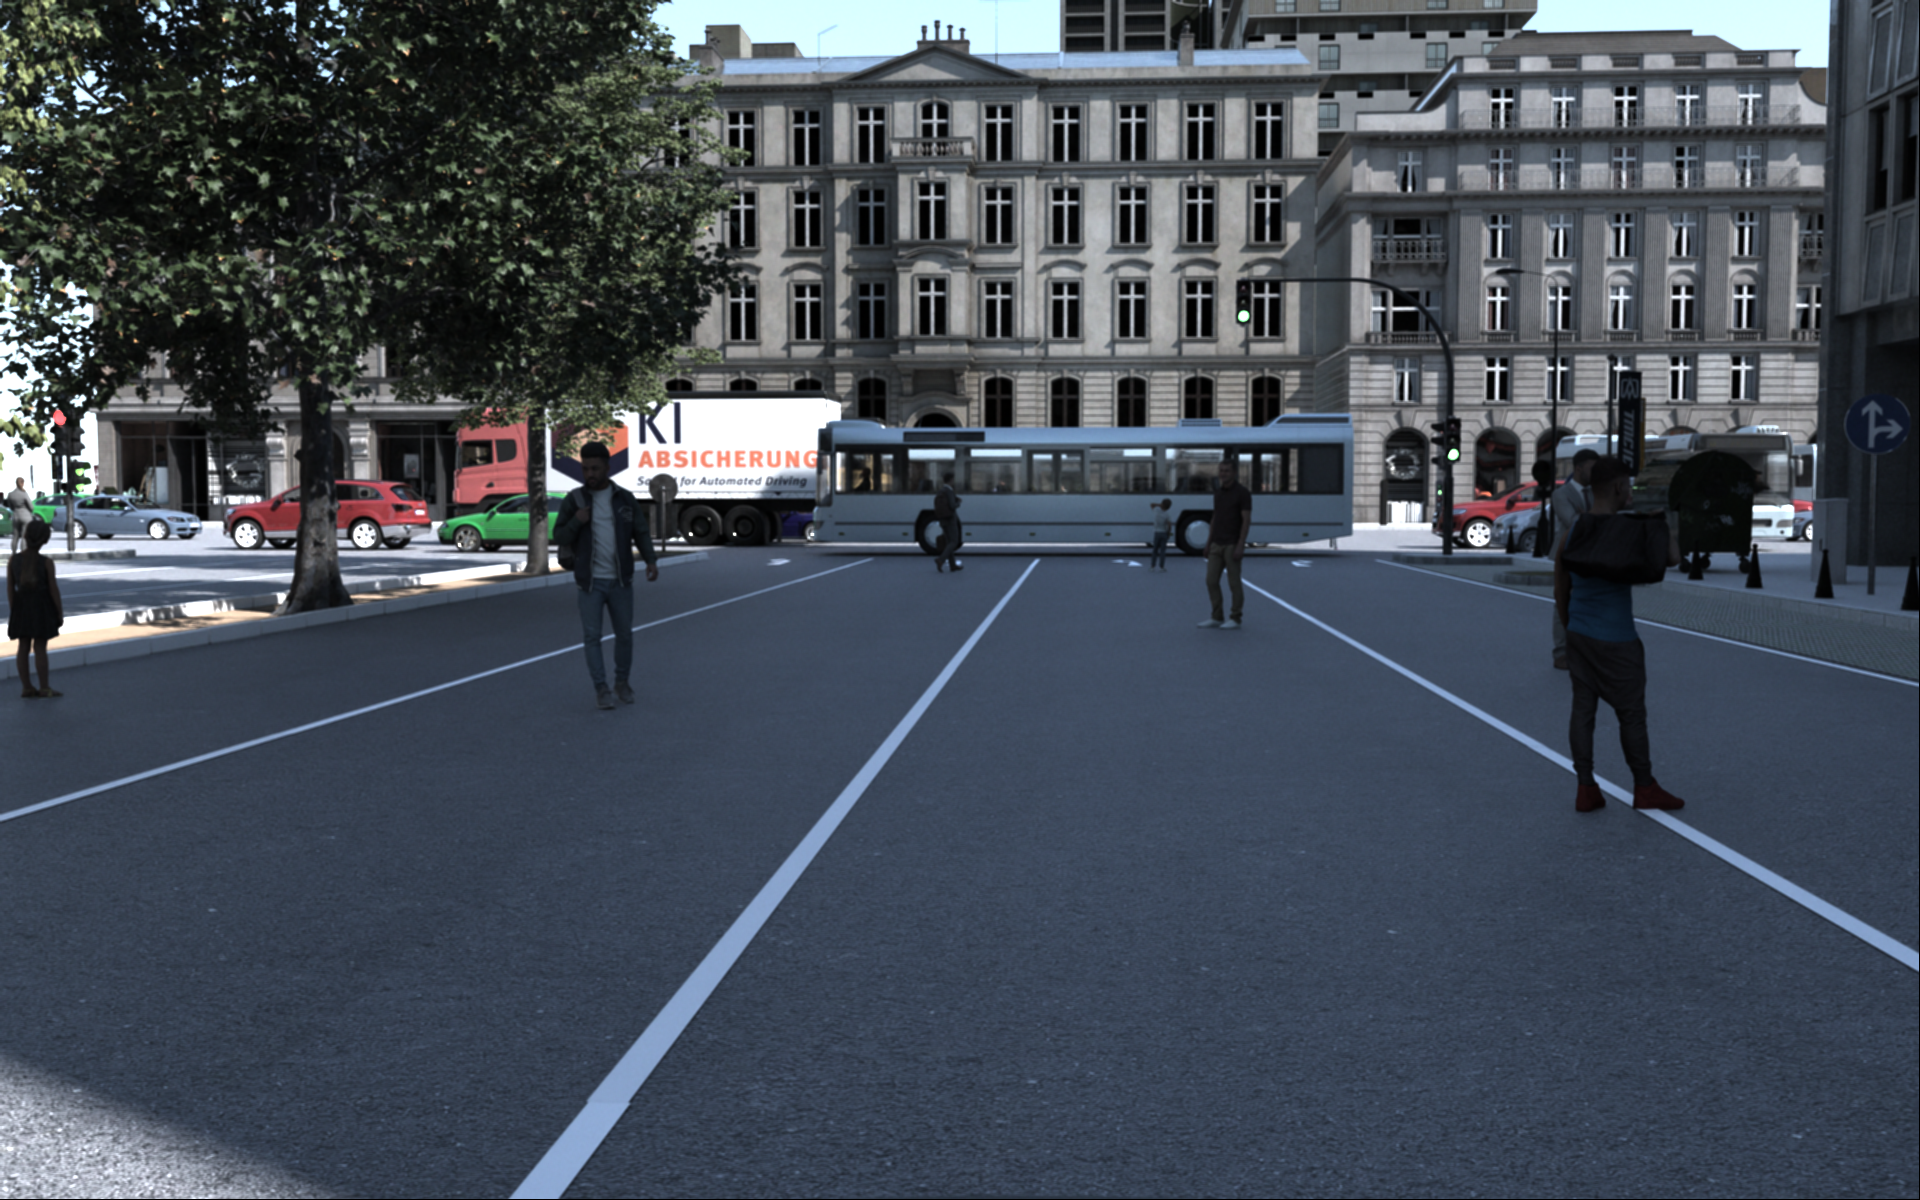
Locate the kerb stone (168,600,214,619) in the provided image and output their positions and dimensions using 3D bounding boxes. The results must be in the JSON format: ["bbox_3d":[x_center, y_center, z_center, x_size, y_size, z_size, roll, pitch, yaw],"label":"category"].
[{"bbox_3d":[-9.051,0.122,20.226,0.120,0.150,1.000,0,4,4],"label":"kerb stone"}]

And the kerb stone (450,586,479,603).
[{"bbox_3d":[-6.726,-0.063,23.225,0.120,0.150,1.000,0,4,4],"label":"kerb stone"}]

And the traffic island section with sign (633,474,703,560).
[{"bbox_3d":[-6.663,-1.829,38.034,2.006,1.907,1.989,0,4,4],"label":"traffic island section with sign"}]

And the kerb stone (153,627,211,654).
[{"bbox_3d":[-7.263,0.386,16.021,0.120,0.150,1.000,0,4,4],"label":"kerb stone"}]

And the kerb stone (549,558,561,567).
[{"bbox_3d":[-7.981,-0.758,34.603,0.120,0.150,1.000,0,4,4],"label":"kerb stone"}]

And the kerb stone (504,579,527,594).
[{"bbox_3d":[-6.572,-0.184,25.277,0.120,0.150,1.000,0,4,4],"label":"kerb stone"}]

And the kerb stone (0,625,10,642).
[{"bbox_3d":[-9.283,0.312,17.153,0.120,0.150,1.000,0,4,4],"label":"kerb stone"}]

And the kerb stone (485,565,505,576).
[{"bbox_3d":[-8.288,-0.508,30.494,0.120,0.150,1.000,0,4,4],"label":"kerb stone"}]

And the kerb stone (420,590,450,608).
[{"bbox_3d":[-6.806,0.000,22.197,0.120,0.150,1.000,0,4,4],"label":"kerb stone"}]

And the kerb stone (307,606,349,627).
[{"bbox_3d":[-7.038,0.189,19.111,0.120,0.150,1.000,0,4,4],"label":"kerb stone"}]

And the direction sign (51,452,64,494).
[{"bbox_3d":[-49.063,-6.250,94.186,0.876,3.537,0.379,2,4,24],"label":"direction sign"}]

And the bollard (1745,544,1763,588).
[{"bbox_3d":[10.859,-0.467,23.669,0.229,0.601,0.229,0,3,0],"label":"bollard"}]

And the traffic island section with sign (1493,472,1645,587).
[{"bbox_3d":[9.642,-1.163,27.651,1.989,1.847,2.006,0,4,4],"label":"traffic island section with sign"}]

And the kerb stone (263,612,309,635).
[{"bbox_3d":[-7.111,0.261,18.087,0.120,0.150,1.000,0,4,4],"label":"kerb stone"}]

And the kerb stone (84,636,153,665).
[{"bbox_3d":[-7.336,0.440,14.996,0.120,0.150,1.000,0,4,4],"label":"kerb stone"}]

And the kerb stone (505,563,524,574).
[{"bbox_3d":[-8.211,-0.570,31.520,0.120,0.150,1.000,0,4,4],"label":"kerb stone"}]

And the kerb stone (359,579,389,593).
[{"bbox_3d":[-8.664,-0.193,25.361,0.120,0.150,1.000,0,4,4],"label":"kerb stone"}]

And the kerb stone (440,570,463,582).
[{"bbox_3d":[-8.439,-0.380,28.440,0.120,0.150,1.000,0,4,4],"label":"kerb stone"}]

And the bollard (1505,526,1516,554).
[{"bbox_3d":[11.878,-1.303,37.348,0.229,0.601,0.229,0,3,0],"label":"bollard"}]

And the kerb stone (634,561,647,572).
[{"bbox_3d":[-6.041,-0.626,32.472,0.120,0.150,1.000,0,4,4],"label":"kerb stone"}]

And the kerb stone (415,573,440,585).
[{"bbox_3d":[-8.518,-0.316,27.410,0.120,0.150,1.000,0,4,4],"label":"kerb stone"}]

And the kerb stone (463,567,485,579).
[{"bbox_3d":[-8.362,-0.443,29.468,0.120,0.150,1.000,0,4,4],"label":"kerb stone"}]

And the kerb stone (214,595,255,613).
[{"bbox_3d":[-8.981,0.058,21.253,0.120,0.150,1.000,0,4,4],"label":"kerb stone"}]

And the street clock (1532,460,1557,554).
[{"bbox_3d":[12.409,-1.973,36.822,0.358,2.002,0.471,-3,4,-37],"label":"street clock"}]

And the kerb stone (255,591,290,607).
[{"bbox_3d":[-8.897,0.002,22.281,0.120,0.150,1.000,0,4,4],"label":"kerb stone"}]

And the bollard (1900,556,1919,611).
[{"bbox_3d":[10.514,-0.188,19.116,0.229,0.601,0.229,0,3,0],"label":"bollard"}]

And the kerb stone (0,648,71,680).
[{"bbox_3d":[-7.417,0.503,13.972,0.120,0.150,1.000,0,4,4],"label":"kerb stone"}]

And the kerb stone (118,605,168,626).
[{"bbox_3d":[-9.130,0.189,19.203,0.120,0.150,1.000,0,4,4],"label":"kerb stone"}]

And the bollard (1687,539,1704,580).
[{"bbox_3d":[11.028,-0.606,25.946,0.229,0.601,0.229,0,3,0],"label":"bollard"}]

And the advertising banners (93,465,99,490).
[{"bbox_3d":[-50.685,-6.547,103.238,2.074,3.025,0.090,1,4,8],"label":"advertising banners"}]

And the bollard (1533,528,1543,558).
[{"bbox_3d":[11.708,-1.164,35.071,0.229,0.601,0.229,0,3,0],"label":"bollard"}]

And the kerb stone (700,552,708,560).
[{"bbox_3d":[-5.644,-0.942,37.604,0.120,0.150,1.000,0,4,4],"label":"kerb stone"}]

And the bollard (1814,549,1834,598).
[{"bbox_3d":[10.682,-0.327,21.393,0.229,0.601,0.229,0,3,0],"label":"bollard"}]

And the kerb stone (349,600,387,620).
[{"bbox_3d":[-6.958,0.126,20.135,0.120,0.150,1.000,0,4,4],"label":"kerb stone"}]

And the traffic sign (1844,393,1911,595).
[{"bbox_3d":[11.634,-1.342,22.042,0.768,2.556,0.104,1,4,14],"label":"traffic sign"}]

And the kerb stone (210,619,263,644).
[{"bbox_3d":[-7.184,0.314,17.061,0.120,0.150,1.000,0,4,4],"label":"kerb stone"}]

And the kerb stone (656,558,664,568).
[{"bbox_3d":[-5.960,-0.686,33.507,0.120,0.150,1.000,0,4,4],"label":"kerb stone"}]

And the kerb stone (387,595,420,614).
[{"bbox_3d":[-6.876,0.067,21.159,0.120,0.150,1.000,0,4,4],"label":"kerb stone"}]

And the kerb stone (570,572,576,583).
[{"bbox_3d":[-6.337,-0.378,28.374,0.120,0.150,1.000,0,4,4],"label":"kerb stone"}]

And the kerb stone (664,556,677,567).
[{"bbox_3d":[-5.881,-0.754,34.531,0.120,0.150,1.000,0,4,4],"label":"kerb stone"}]

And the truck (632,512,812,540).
[{"bbox_3d":[-6.366,-3.625,55.191,9.791,3.379,3.469,0,4,5],"label":"truck"}]

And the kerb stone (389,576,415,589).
[{"bbox_3d":[-8.598,-0.256,26.386,0.120,0.150,1.000,0,4,4],"label":"kerb stone"}]

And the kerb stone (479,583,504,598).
[{"bbox_3d":[-6.648,-0.126,24.253,0.120,0.150,1.000,0,4,4],"label":"kerb stone"}]

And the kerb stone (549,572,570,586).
[{"bbox_3d":[-6.413,-0.314,27.337,0.120,0.150,1.000,0,4,4],"label":"kerb stone"}]

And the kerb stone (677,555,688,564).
[{"bbox_3d":[-5.809,-0.815,35.556,0.120,0.150,1.000,0,4,4],"label":"kerb stone"}]

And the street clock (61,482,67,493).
[{"bbox_3d":[-55.181,-6.251,106.780,0.471,2.002,0.358,-2,4,-28],"label":"street clock"}]

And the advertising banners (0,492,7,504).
[{"bbox_3d":[-67.771,-7.714,122.315,2.074,3.025,0.090,-1,4,-15],"label":"advertising banners"}]

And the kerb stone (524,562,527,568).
[{"bbox_3d":[-8.130,-0.626,32.545,0.120,0.150,1.000,0,4,4],"label":"kerb stone"}]

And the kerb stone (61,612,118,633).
[{"bbox_3d":[-9.205,0.248,18.178,0.120,0.150,1.000,0,4,4],"label":"kerb stone"}]

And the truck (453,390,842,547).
[{"bbox_3d":[-9.058,-3.646,48.529,11.283,4.237,2.839,0,4,6],"label":"truck"}]

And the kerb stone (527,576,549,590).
[{"bbox_3d":[-6.497,-0.250,26.303,0.120,0.150,1.000,0,4,4],"label":"kerb stone"}]

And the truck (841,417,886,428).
[{"bbox_3d":[-8.474,-4.640,64.775,11.283,4.237,2.839,0,4,3],"label":"truck"}]

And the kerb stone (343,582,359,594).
[{"bbox_3d":[-8.745,-0.129,24.337,0.120,0.150,1.000,0,4,4],"label":"kerb stone"}]

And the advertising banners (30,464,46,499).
[{"bbox_3d":[-53.761,-6.408,100.964,2.074,3.025,0.090,3,5,41],"label":"advertising banners"}]

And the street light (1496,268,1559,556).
[{"bbox_3d":[11.704,-3.863,35.704,1.470,5.913,1.316,0,4,4],"label":"street light"}]

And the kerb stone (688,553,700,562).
[{"bbox_3d":[-5.726,-0.880,36.580,0.120,0.150,1.000,0,4,4],"label":"kerb stone"}]
